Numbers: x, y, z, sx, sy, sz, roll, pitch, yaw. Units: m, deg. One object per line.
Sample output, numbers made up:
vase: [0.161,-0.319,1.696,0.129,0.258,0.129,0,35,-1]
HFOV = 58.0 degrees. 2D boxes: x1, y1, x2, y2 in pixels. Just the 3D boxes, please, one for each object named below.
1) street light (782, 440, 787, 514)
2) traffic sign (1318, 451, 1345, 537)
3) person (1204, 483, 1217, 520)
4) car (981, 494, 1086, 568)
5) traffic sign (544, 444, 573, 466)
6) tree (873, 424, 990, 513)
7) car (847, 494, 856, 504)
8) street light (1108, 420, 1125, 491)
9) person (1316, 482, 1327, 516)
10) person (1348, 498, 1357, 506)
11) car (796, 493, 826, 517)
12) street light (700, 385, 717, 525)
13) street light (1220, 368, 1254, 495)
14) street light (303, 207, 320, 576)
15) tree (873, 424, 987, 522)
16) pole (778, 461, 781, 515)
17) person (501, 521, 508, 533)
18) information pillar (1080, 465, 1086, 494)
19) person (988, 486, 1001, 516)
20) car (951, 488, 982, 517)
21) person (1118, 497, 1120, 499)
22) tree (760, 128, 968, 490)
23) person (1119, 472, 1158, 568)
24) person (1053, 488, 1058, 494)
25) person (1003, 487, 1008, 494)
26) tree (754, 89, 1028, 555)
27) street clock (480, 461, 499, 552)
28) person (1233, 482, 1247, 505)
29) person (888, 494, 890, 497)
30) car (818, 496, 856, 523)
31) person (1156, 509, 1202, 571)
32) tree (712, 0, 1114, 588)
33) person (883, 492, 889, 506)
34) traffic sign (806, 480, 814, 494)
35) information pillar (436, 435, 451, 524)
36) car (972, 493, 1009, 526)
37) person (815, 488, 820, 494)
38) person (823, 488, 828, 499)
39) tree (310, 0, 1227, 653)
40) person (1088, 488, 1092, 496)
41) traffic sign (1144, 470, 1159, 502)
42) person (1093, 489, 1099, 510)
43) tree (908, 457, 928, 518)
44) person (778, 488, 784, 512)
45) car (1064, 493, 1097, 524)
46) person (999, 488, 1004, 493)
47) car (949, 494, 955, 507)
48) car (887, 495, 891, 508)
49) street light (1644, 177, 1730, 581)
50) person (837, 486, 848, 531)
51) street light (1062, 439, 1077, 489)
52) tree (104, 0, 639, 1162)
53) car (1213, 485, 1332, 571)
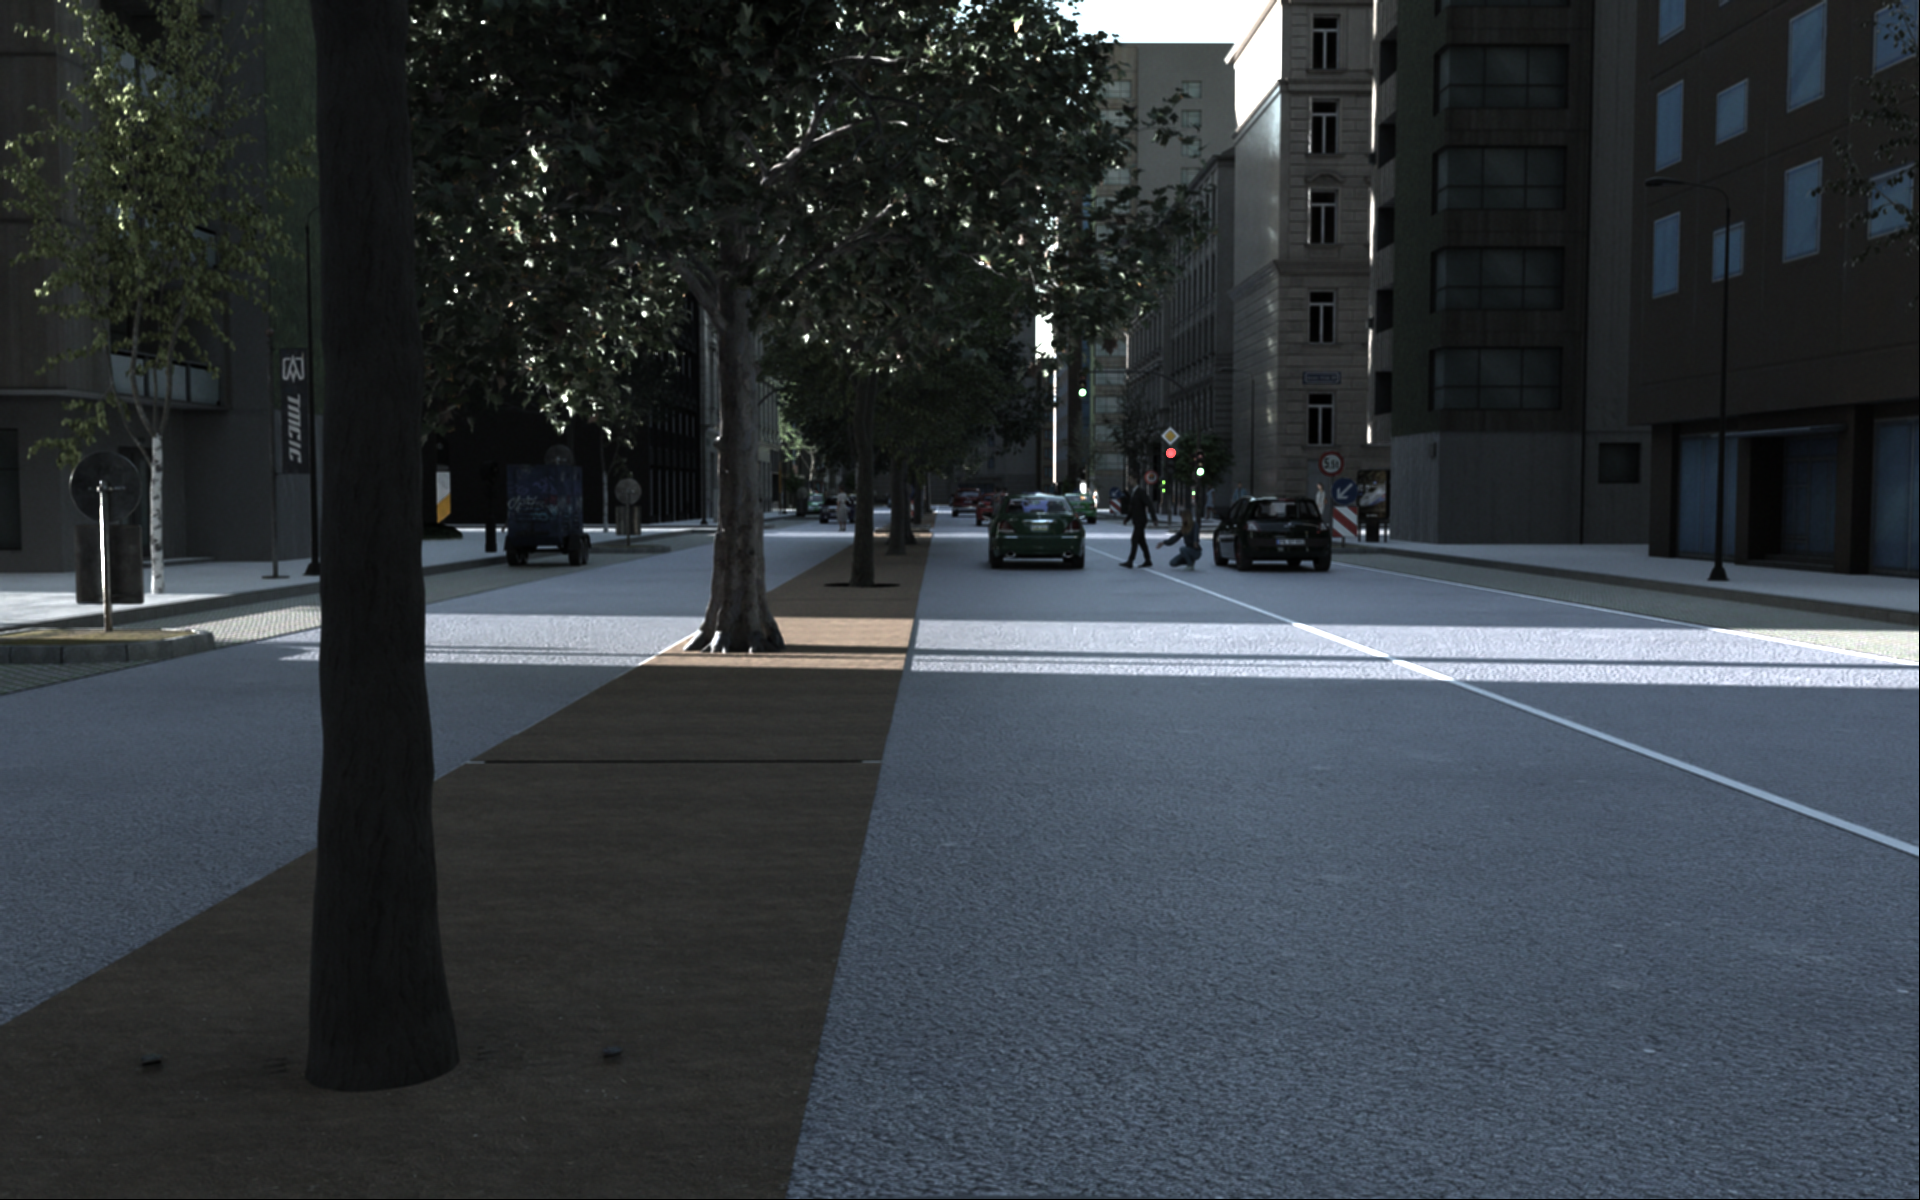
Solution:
street light: [-10.712,-8.462,110.901,1.470,5.913,1.316,0,4,-1]
traffic sign: [10.870,-3.099,50.771,0.768,2.556,0.104,0,4,4]
person: [12.542,-4.910,86.422,0.778,1.811,0.616,0,4,-6]
car: [1.501,-1.409,34.835,2.131,1.459,4.920,0,4,0]
traffic sign: [-10.291,-2.709,44.399,0.768,2.556,0.104,0,4,8]
tree: [-2.462,-10.581,109.866,8.767,10.594,7.601,0,4,-1]
car: [-6.541,-6.065,109.380,2.015,1.641,3.980,0,4,-2]
street light: [9.834,-8.369,109.374,1.470,5.913,1.316,0,4,-1]
person: [12.946,-3.377,62.254,0.522,1.701,0.512,-1,4,-20]
person: [16.556,-4.076,72.882,0.583,1.804,0.606,-3,5,-41]
car: [-8.975,-5.933,105.803,1.959,1.807,4.718,0,4,1]
street light: [-10.217,-6.120,72.603,1.470,5.913,1.316,0,4,-1]
street light: [10.267,-5.594,64.010,1.470,5.913,1.316,0,4,-1]
street light: [-9.660,-3.344,27.223,1.470,5.913,1.316,0,4,-1]
tree: [-2.319,-10.951,88.160,9.857,13.997,8.962,0,3,0]
pole: [-11.119,-6.917,106.938,0.158,3.312,0.155,0,3,0]
person: [-14.729,-3.086,56.729,0.641,1.798,0.478,0,4,6]
information pillar: [9.676,-8.834,135.794,0.504,3.616,0.183,2,4,25]
person: [1.512,-4.136,76.478,0.532,1.782,0.716,-1,4,-12]
car: [0.548,-6.196,109.980,2.281,1.827,5.304,0,4,1]
person: [10.646,-6.707,116.703,0.512,1.701,0.522,1,4,10]
tree: [-1.941,-4.959,33.905,4.737,8.622,4.395,0,3,0]
person: [3.398,-1.546,33.548,0.755,1.850,0.659,-1,4,-15]
person: [5.344,-5.782,103.257,1.509,1.804,0.699,-1,4,-17]
person: [2.480,-5.392,96.843,0.466,1.800,0.511,0,4,-7]
tree: [-1.580,-7.333,40.482,7.486,12.596,7.792,0,3,0]
street clock: [-10.372,-2.060,38.246,0.358,2.002,0.471,1,4,10]
person: [11.765,-4.054,72.676,0.601,1.785,0.444,2,4,27]
person: [-7.910,-11.094,193.140,0.557,1.426,1.065,-1,4,-9]
car: [-6.009,-4.477,85.781,1.945,1.354,3.894,0,4,-1]
person: [4.251,-1.132,32.509,0.738,1.151,1.012,-2,4,-27]
tree: [-1.391,-5.997,26.263,9.928,11.665,9.643,0,3,0]
person: [-8.843,-12.370,211.475,1.217,1.736,0.721,0,4,-6]
traffic sign: [-11.304,-7.836,130.247,0.606,2.300,0.079,0,4,7]
information pillar: [-19.240,-4.470,64.439,0.504,3.616,0.183,0,4,-5]
car: [1.634,-4.297,79.303,2.155,1.783,4.494,0,3,0]
person: [-12.573,-8.869,150.984,0.705,1.831,1.348,3,5,44]
person: [-12.941,-9.821,166.624,1.348,1.823,0.705,-3,4,-38]
tree: [-2.044,-5.888,15.737,9.611,12.733,9.660,0,3,0]
person: [10.574,-8.280,141.540,0.853,1.813,0.709,-2,4,-25]
traffic sign: [10.206,-5.639,92.295,0.768,2.556,0.104,0,4,4]
person: [10.651,-7.847,135.343,0.522,1.701,0.512,-2,4,-35]
tree: [-2.275,-9.238,103.858,4.360,8.622,3.978,0,3,0]
person: [-12.532,-6.988,121.299,0.522,1.701,0.512,-2,4,-25]
car: [5.703,-4.657,84.937,1.959,1.807,4.718,0,4,1]
person: [2.672,-6.264,111.103,0.473,1.802,0.592,1,4,13]
car: [-0.358,-11.375,197.981,2.014,1.417,4.499,0,4,-1]
car: [-6.682,-10.406,182.145,2.014,1.417,4.499,0,4,0]
street light: [10.736,-3.244,25.577,1.470,5.913,1.316,0,4,-1]
person: [-4.576,-3.519,66.603,0.480,1.755,0.524,-3,5,-44]
street light: [9.360,-10.679,147.150,1.470,5.913,1.316,0,4,-1]
tree: [-1.400,-5.561,3.746,12.009,13.543,11.850,0,3,0]
car: [6.003,-1.456,33.594,2.009,1.686,4.222,0,4,-1]
